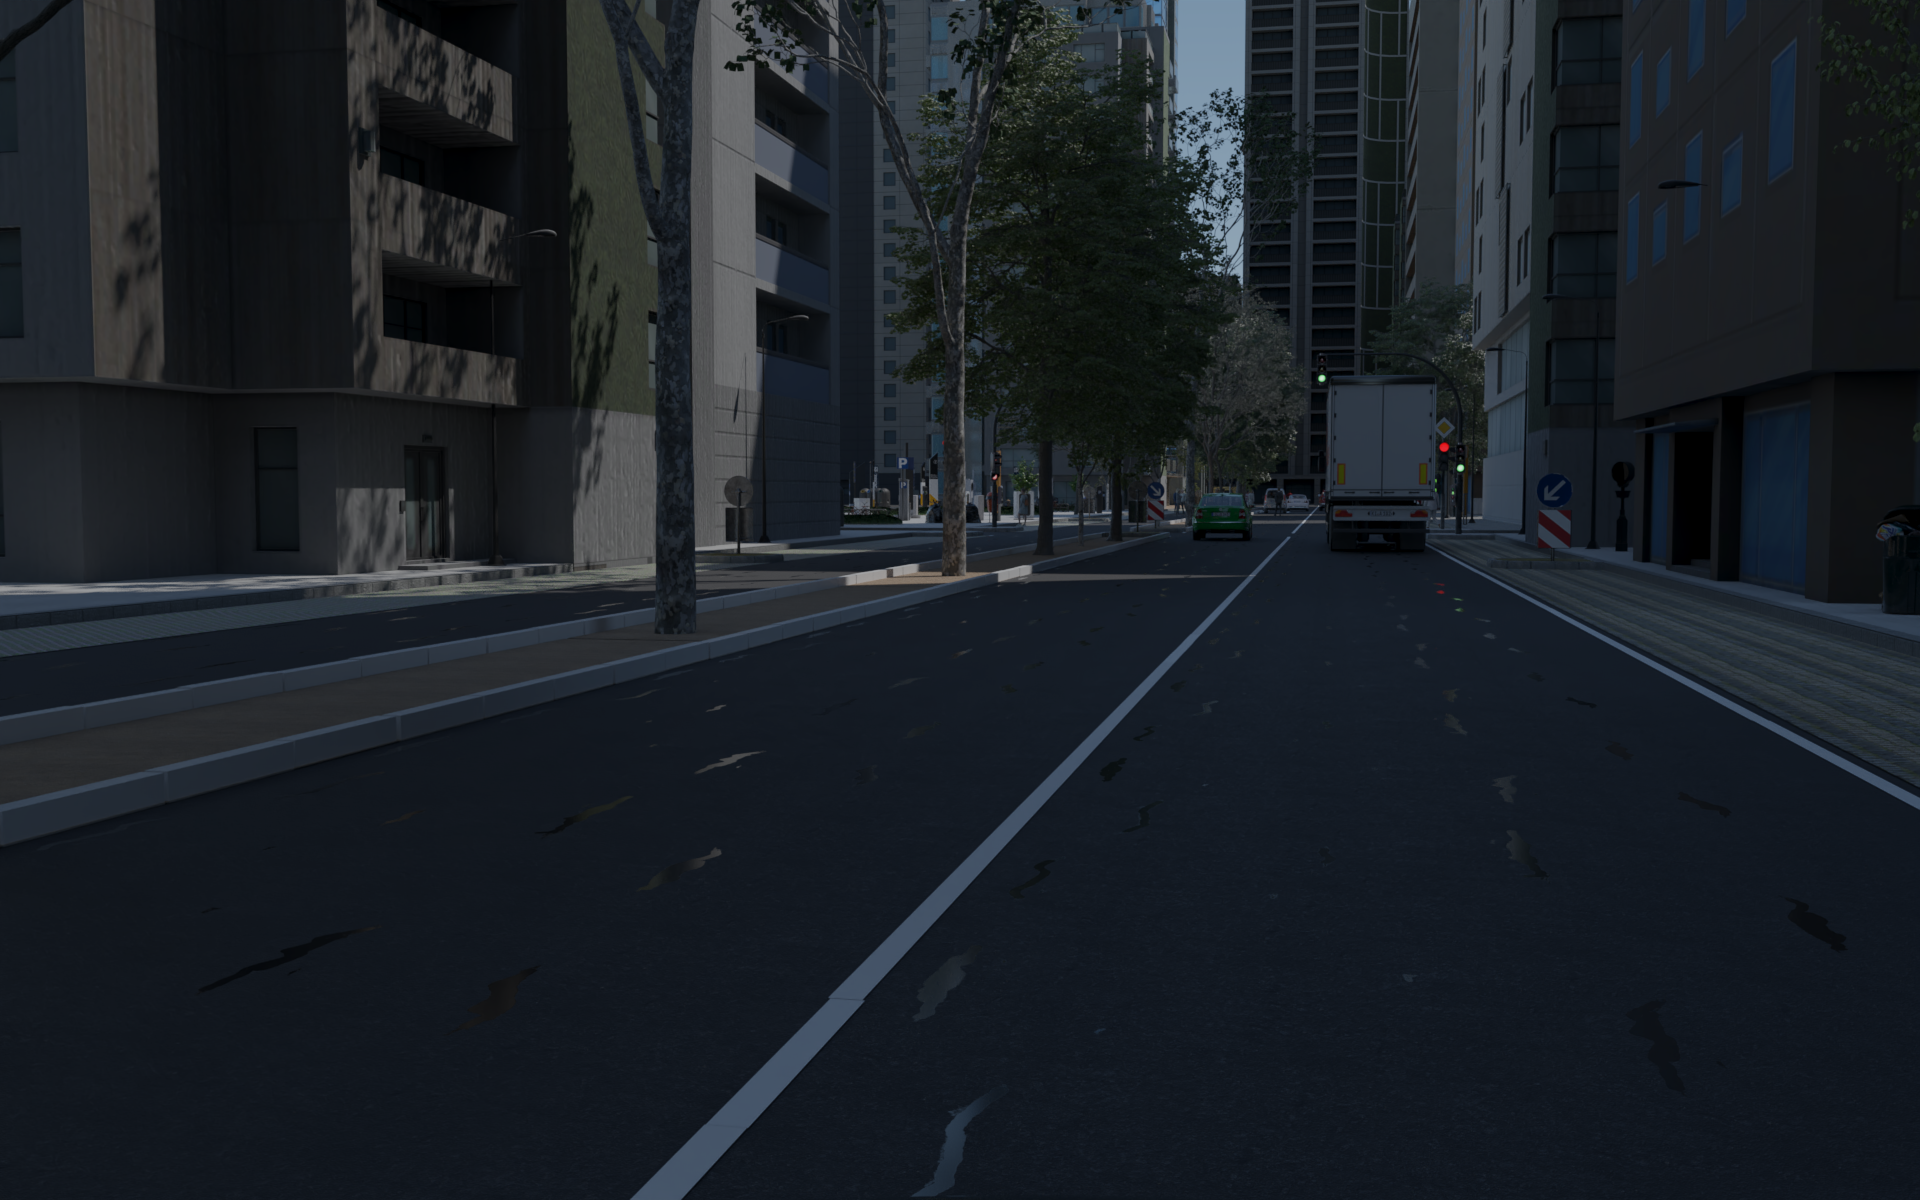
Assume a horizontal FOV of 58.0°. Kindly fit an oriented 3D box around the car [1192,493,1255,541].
[{"bbox_3d":[8.349,-2.816,54.846,1.959,1.807,4.718,1,4,11],"label":"car"}]

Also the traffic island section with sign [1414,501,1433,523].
[{"bbox_3d":[22.851,-4.826,87.535,1.989,1.847,2.006,1,4,12],"label":"traffic island section with sign"}]

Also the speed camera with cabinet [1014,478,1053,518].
[{"bbox_3d":[3.931,-6.024,92.832,2.038,3.252,0.660,-1,4,-15],"label":"speed camera with cabinet"}]

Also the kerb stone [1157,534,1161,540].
[{"bbox_3d":[6.023,-1.923,53.636,0.120,0.150,1.000,1,4,12],"label":"kerb stone"}]

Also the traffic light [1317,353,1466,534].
[{"bbox_3d":[13.863,-4.951,55.620,4.771,5.953,1.251,1,4,12],"label":"traffic light"}]

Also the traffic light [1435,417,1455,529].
[{"bbox_3d":[17.597,-4.539,63.133,0.839,4.253,0.868,1,4,12],"label":"traffic light"}]

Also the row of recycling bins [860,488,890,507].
[{"bbox_3d":[-6.004,-7.053,122.433,1.069,1.692,3.534,-2,4,-31],"label":"row of recycling bins"}]

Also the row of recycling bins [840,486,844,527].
[{"bbox_3d":[-5.528,-3.797,69.200,1.069,1.692,3.534,-2,4,-24],"label":"row of recycling bins"}]

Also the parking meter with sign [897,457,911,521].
[{"bbox_3d":[-2.658,-5.311,83.098,0.543,3.016,1.738,0,4,4],"label":"parking meter with sign"}]

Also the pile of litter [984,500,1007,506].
[{"bbox_3d":[2.374,-7.201,131.704,1.719,0.858,1.176,-1,4,-15],"label":"pile of litter"}]

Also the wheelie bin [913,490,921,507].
[{"bbox_3d":[-3.597,-7.860,136.424,0.980,1.594,0.693,0,4,-7],"label":"wheelie bin"}]

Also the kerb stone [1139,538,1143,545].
[{"bbox_3d":[4.958,-1.617,48.635,0.120,0.150,1.000,1,4,12],"label":"kerb stone"}]

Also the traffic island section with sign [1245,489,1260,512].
[{"bbox_3d":[23.124,-7.977,138.554,2.006,1.907,1.989,1,4,12],"label":"traffic island section with sign"}]

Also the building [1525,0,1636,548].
[{"bbox_3d":[22.495,-16.790,46.214,14.160,30.474,14.107,1,4,12],"label":"building"}]

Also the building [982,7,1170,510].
[{"bbox_3d":[10.138,-28.424,148.331,14.154,41.232,14.086,1,4,12],"label":"building"}]

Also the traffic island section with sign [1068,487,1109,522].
[{"bbox_3d":[6.789,-5.021,90.722,1.989,1.847,2.006,1,4,12],"label":"traffic island section with sign"}]

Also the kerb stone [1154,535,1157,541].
[{"bbox_3d":[5.808,-1.858,52.637,0.120,0.150,1.000,1,4,12],"label":"kerb stone"}]

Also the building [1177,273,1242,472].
[{"bbox_3d":[30.128,-28.041,230.179,14.107,30.474,14.160,1,4,12],"label":"building"}]

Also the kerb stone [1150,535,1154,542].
[{"bbox_3d":[5.591,-1.801,51.638,0.120,0.150,1.000,1,4,12],"label":"kerb stone"}]

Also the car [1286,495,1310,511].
[{"bbox_3d":[28.130,-8.068,144.268,2.083,1.381,4.827,1,4,11],"label":"car"}]

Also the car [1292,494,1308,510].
[{"bbox_3d":[31.044,-9.018,159.443,2.014,1.417,4.499,1,4,13],"label":"car"}]

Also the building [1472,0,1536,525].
[{"bbox_3d":[36.151,-29.531,72.064,27.495,52.752,28.713,1,4,12],"label":"building"}]

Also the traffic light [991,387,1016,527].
[{"bbox_3d":[3.412,-5.597,66.175,4.771,5.953,1.251,1,4,12],"label":"traffic light"}]

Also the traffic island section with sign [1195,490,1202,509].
[{"bbox_3d":[22.921,-9.636,166.170,1.989,1.847,2.006,1,4,12],"label":"traffic island section with sign"}]

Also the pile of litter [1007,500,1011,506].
[{"bbox_3d":[3.860,-7.469,136.075,1.719,0.858,1.176,0,4,1],"label":"pile of litter"}]

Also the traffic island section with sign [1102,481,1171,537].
[{"bbox_3d":[5.862,-3.039,57.827,2.006,1.907,1.989,1,4,12],"label":"traffic island section with sign"}]

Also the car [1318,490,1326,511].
[{"bbox_3d":[31.733,-8.522,148.000,2.281,1.827,5.304,1,4,12],"label":"car"}]

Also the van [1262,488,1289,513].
[{"bbox_3d":[23.704,-7.528,130.098,2.013,2.044,4.112,1,4,11],"label":"van"}]

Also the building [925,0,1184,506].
[{"bbox_3d":[9.613,-33.731,171.108,23.786,49.044,30.456,1,4,12],"label":"building"}]

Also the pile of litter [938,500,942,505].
[{"bbox_3d":[-1.863,-7.686,139.627,1.176,0.858,1.719,-3,5,-42],"label":"pile of litter"}]

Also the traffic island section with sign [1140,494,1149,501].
[{"bbox_3d":[12.574,-6.675,117.768,1.989,1.847,2.006,1,4,12],"label":"traffic island section with sign"}]

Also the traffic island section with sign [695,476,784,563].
[{"bbox_3d":[-4.809,-1.705,36.505,1.989,1.847,2.006,1,4,12],"label":"traffic island section with sign"}]

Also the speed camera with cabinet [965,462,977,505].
[{"bbox_3d":[0.324,-6.741,104.551,0.660,3.252,2.038,1,4,12],"label":"speed camera with cabinet"}]

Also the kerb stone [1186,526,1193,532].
[{"bbox_3d":[8.923,-2.753,67.209,0.120,0.150,1.000,1,4,12],"label":"kerb stone"}]

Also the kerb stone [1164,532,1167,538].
[{"bbox_3d":[6.449,-2.046,55.643,0.120,0.150,1.000,1,4,12],"label":"kerb stone"}]

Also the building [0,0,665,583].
[{"bbox_3d":[-14.417,-15.823,30.407,14.160,30.474,14.107,1,4,12],"label":"building"}]

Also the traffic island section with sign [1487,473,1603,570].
[{"bbox_3d":[11.312,-1.527,33.595,1.989,1.847,2.006,1,4,12],"label":"traffic island section with sign"}]

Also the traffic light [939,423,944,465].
[{"bbox_3d":[-0.322,-4.272,58.769,0.839,4.253,0.868,1,4,12],"label":"traffic light"}]

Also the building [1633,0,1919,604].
[{"bbox_3d":[17.982,-22.875,24.111,14.600,45.320,14.200,1,4,12],"label":"building"}]

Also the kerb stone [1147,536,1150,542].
[{"bbox_3d":[5.379,-1.735,50.639,0.120,0.150,1.000,1,4,12],"label":"kerb stone"}]

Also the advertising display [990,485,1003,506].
[{"bbox_3d":[2.639,-7.279,124.217,0.974,1.923,0.123,-2,4,-23],"label":"advertising display"}]

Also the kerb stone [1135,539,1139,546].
[{"bbox_3d":[4.740,-1.556,47.636,0.120,0.150,1.000,1,4,12],"label":"kerb stone"}]

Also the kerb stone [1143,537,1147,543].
[{"bbox_3d":[5.164,-1.677,49.636,0.120,0.150,1.000,1,4,12],"label":"kerb stone"}]

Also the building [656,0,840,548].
[{"bbox_3d":[-18.363,-31.119,50.801,28.212,58.520,21.231,1,4,12],"label":"building"}]

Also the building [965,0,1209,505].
[{"bbox_3d":[13.643,-54.655,206.284,31.000,86.520,22.319,1,4,12],"label":"building"}]

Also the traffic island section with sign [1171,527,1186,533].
[{"bbox_3d":[7.420,-3.482,65.069,2.006,1.907,1.989,1,4,12],"label":"traffic island section with sign"}]

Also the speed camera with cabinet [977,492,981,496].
[{"bbox_3d":[1.155,-9.037,142.089,0.660,3.252,2.038,1,4,20],"label":"speed camera with cabinet"}]

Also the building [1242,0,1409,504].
[{"bbox_3d":[48.196,-48.337,228.557,20.611,71.187,20.563,1,4,12],"label":"building"}]

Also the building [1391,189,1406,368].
[{"bbox_3d":[48.826,-24.037,164.709,14.160,30.474,14.107,1,4,12],"label":"building"}]

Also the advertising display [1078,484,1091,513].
[{"bbox_3d":[8.267,-6.716,115.015,0.974,1.923,0.123,2,4,32],"label":"advertising display"}]

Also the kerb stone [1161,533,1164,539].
[{"bbox_3d":[6.234,-1.984,54.641,0.120,0.150,1.000,1,4,12],"label":"kerb stone"}]

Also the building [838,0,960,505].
[{"bbox_3d":[-11.748,-47.305,211.694,20.611,71.187,20.563,1,4,12],"label":"building"}]

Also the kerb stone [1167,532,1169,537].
[{"bbox_3d":[6.660,-2.107,56.643,0.120,0.150,1.000,1,4,12],"label":"kerb stone"}]

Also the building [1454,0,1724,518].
[{"bbox_3d":[39.965,-28.293,112.698,14.600,45.320,14.200,1,4,12],"label":"building"}]

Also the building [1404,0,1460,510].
[{"bbox_3d":[48.916,-31.927,145.711,21.300,48.544,21.600,1,4,12],"label":"building"}]
